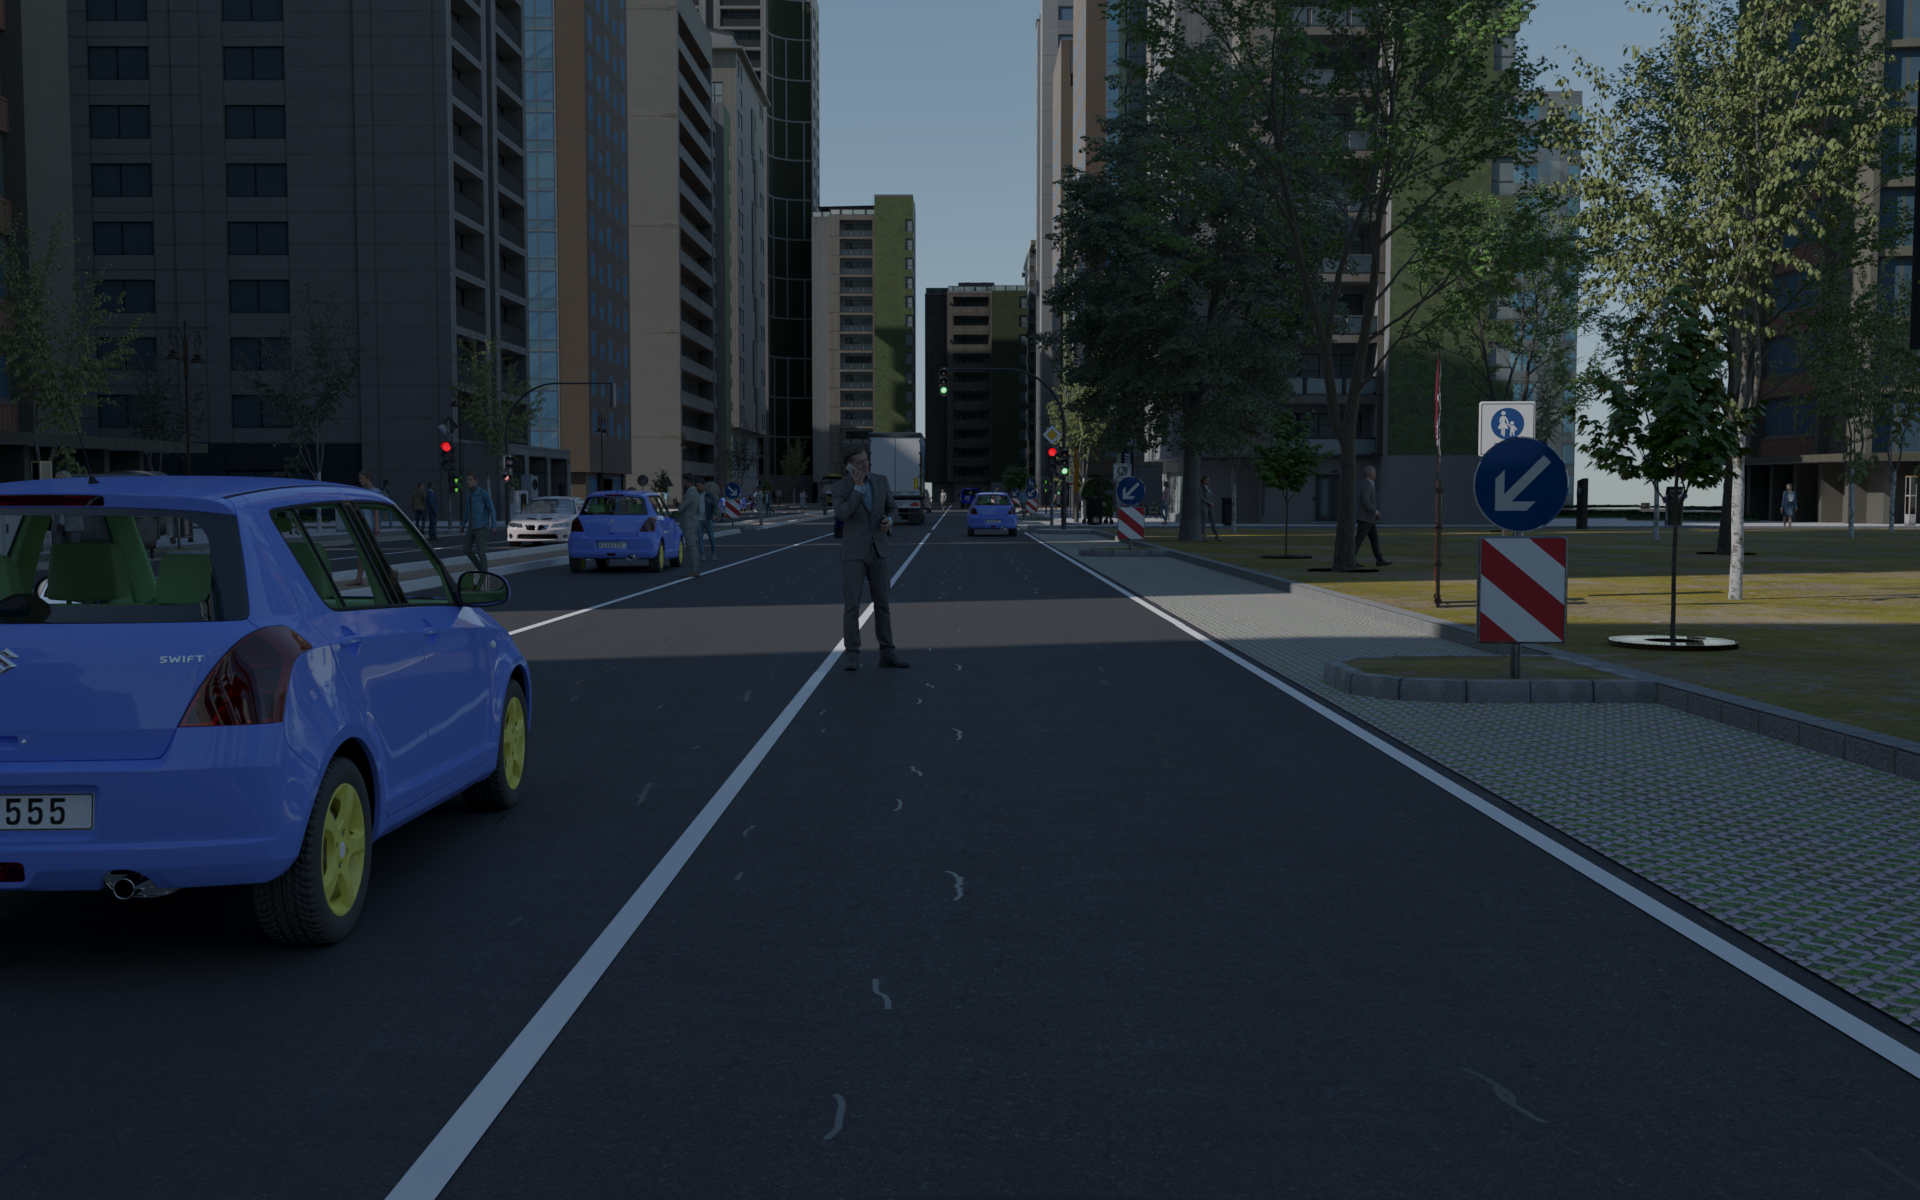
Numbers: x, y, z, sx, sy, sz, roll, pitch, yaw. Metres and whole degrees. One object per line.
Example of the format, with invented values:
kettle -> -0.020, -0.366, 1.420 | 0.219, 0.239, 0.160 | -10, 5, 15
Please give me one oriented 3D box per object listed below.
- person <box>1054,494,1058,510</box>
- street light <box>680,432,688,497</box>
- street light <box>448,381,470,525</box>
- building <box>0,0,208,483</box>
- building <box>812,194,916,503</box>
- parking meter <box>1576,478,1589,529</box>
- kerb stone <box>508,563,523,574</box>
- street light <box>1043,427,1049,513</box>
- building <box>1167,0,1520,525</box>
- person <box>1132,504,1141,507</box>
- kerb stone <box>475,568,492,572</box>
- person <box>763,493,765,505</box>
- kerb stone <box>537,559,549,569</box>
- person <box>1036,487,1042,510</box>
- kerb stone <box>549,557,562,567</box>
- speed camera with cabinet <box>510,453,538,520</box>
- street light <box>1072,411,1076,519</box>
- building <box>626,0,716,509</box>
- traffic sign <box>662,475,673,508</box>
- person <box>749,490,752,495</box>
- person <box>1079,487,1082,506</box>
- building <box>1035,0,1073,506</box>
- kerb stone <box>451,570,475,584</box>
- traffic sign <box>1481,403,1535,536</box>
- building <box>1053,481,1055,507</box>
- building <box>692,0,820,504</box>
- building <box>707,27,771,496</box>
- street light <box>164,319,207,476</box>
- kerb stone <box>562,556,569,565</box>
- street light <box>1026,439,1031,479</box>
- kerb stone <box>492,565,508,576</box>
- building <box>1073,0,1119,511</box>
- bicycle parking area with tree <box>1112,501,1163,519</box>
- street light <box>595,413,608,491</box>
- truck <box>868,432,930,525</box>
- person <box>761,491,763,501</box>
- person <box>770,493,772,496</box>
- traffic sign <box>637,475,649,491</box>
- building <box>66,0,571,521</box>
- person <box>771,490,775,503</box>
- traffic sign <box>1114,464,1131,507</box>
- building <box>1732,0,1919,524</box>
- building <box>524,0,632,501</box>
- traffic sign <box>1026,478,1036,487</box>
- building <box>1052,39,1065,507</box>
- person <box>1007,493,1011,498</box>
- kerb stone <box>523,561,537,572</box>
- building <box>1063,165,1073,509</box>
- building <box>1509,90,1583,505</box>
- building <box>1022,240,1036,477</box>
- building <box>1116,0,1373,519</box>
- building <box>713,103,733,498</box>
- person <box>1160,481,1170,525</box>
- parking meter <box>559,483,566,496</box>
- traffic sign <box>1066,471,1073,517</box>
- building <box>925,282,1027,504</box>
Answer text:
person -> 7.868, -8.085, 142.905 | 0.373, 1.253, 0.362 | 3, 5, 41
street light -> -20.507, -9.529, 128.587 | 0.468, 5.910, 1.993 | 0, 3, 0
street light -> -20.427, -5.994, 70.791 | 0.468, 5.910, 1.993 | 0, 3, 0
building -> -40.289, -24.039, 47.666 | 28.867, 44.769, 22.147 | 0, 3, 0
building -> -13.098, -33.934, 238.410 | 14.086, 41.232, 14.154 | 0, 3, 0
parking meter -> 22.723, -3.519, 63.253 | 0.255, 1.863, 0.399 | -1, 4, -16
kerb stone -> -8.119, -0.553, 31.230 | 0.120, 0.150, 1.000 | 0, 3, 0
street light -> 5.821, -8.817, 116.952 | 0.468, 5.910, 1.993 | 0, 3, 0
building -> 15.991, -24.097, 77.577 | 14.086, 41.232, 14.154 | 0, 3, 0
person -> 7.322, -4.037, 72.067 | 0.581, 1.822, 0.654 | -2, 4, -34
kerb stone -> -8.121, -0.426, 29.163 | 0.120, 0.150, 1.000 | 0, 3, 0
person -> -22.124, -11.668, 196.773 | 1.348, 1.831, 0.705 | 2, 4, 34
kerb stone -> -8.116, -0.675, 33.277 | 0.120, 0.150, 1.000 | 0, 3, 0
person -> 6.339, -8.231, 140.650 | 0.654, 1.822, 0.581 | 1, 4, 19
kerb stone -> -8.108, -0.741, 34.303 | 0.120, 0.150, 1.000 | 0, 3, 0
speed camera with cabinet -> -20.790, -5.389, 82.453 | 0.660, 3.252, 2.038 | 1, 4, 12
street light -> 5.794, -7.048, 88.020 | 0.468, 5.910, 1.993 | 0, 3, 0
building -> -34.431, -32.606, 156.812 | 21.300, 48.544, 21.600 | 0, 3, 0
traffic sign -> -20.395, -7.386, 120.769 | 0.884, 2.594, 0.081 | 0, 4, 8
person -> -22.935, -11.132, 188.783 | 0.721, 1.736, 1.217 | 0, 4, 3
person -> 8.895, -7.273, 125.171 | 1.509, 1.804, 0.699 | 3, 5, 44
building -> 19.448, -40.479, 203.828 | 21.231, 58.520, 28.212 | 0, 3, 0
kerb stone -> -8.123, -0.363, 28.129 | 0.120, 0.150, 1.000 | 0, 3, 0
traffic sign -> 6.053, -1.046, 19.227 | 0.606, 2.300, 0.079 | 0, 4, 6
building -> 16.729, -30.531, 182.776 | 14.154, 41.232, 14.086 | 0, 3, 0
building -> -30.445, -49.049, 240.201 | 20.611, 71.187, 20.563 | 0, 3, 0
building -> -37.387, -37.583, 203.724 | 27.495, 52.752, 28.713 | 0, 3, 0
street light -> -20.489, -4.475, 45.950 | 0.468, 5.910, 1.993 | 0, 3, 0
kerb stone -> -8.114, -0.803, 35.331 | 0.120, 0.150, 1.000 | 0, 3, 0
street light -> 5.747, -10.555, 145.356 | 0.468, 5.910, 1.993 | 0, 3, 0
kerb stone -> -8.116, -0.490, 30.208 | 0.120, 0.150, 1.000 | 0, 3, 0
building -> 16.004, -29.537, 133.035 | 14.600, 45.320, 14.200 | 0, 3, 0
bicycle parking area with tree -> 11.563, -6.441, 92.316 | 8.231, 4.147, 9.016 | 0, 4, 7
street light -> -20.500, -7.731, 99.196 | 0.468, 5.910, 1.993 | 0, 3, 0
truck -> -2.958, -5.829, 84.220 | 2.839, 4.237, 11.283 | 0, 4, 0
person -> -21.904, -11.329, 191.254 | 0.705, 1.826, 1.348 | -2, 4, -30
person -> -21.517, -11.510, 193.860 | 1.348, 1.869, 0.705 | 3, 4, 37
traffic sign -> -20.814, -6.945, 113.650 | 0.768, 2.556, 0.104 | 0, 4, 6
building -> -32.000, -39.888, 90.416 | 20.563, 71.187, 20.611 | 0, 3, 0
person -> -21.595, -11.873, 200.987 | 1.217, 1.723, 0.721 | 0, 4, -2
traffic sign -> 5.445, -3.427, 58.156 | 0.606, 2.300, 0.079 | 0, 4, 6
building -> 51.840, -26.137, 81.970 | 28.867, 44.769, 22.147 | 0, 3, 0
building -> -30.563, -28.529, 116.564 | 14.600, 45.320, 14.200 | 0, 3, 0
traffic sign -> 5.596, -8.306, 135.910 | 0.768, 2.556, 0.104 | 0, 4, 6
building -> 16.257, -31.708, 168.535 | 14.600, 45.320, 14.200 | 0, 3, 0
person -> 6.200, -13.143, 221.728 | 0.445, 1.727, 0.742 | 3, 4, 38
kerb stone -> -8.116, -0.615, 32.255 | 0.120, 0.150, 1.000 | 0, 3, 0
building -> 16.110, -23.415, 154.540 | 14.160, 30.474, 14.107 | 0, 3, 0
building -> 57.093, -35.832, 205.455 | 30.456, 49.044, 23.786 | 0, 3, 0
building -> 21.146, -33.984, 247.523 | 23.993, 40.220, 32.217 | 0, 3, 0
building -> 16.701, -25.951, 107.900 | 14.154, 41.232, 14.086 | 0, 3, 0
building -> -31.088, -30.102, 175.764 | 14.154, 41.232, 14.086 | 0, 3, 0
person -> 8.593, -4.077, 72.713 | 0.388, 1.821, 0.555 | -2, 4, -23
parking meter -> -20.848, -5.202, 90.766 | 0.255, 1.863, 0.399 | -2, 4, -34
traffic sign -> 6.174, -5.911, 96.755 | 0.768, 2.556, 0.104 | 0, 4, 2
building -> 2.095, -28.610, 239.473 | 14.107, 30.474, 14.160 | 0, 3, 0
